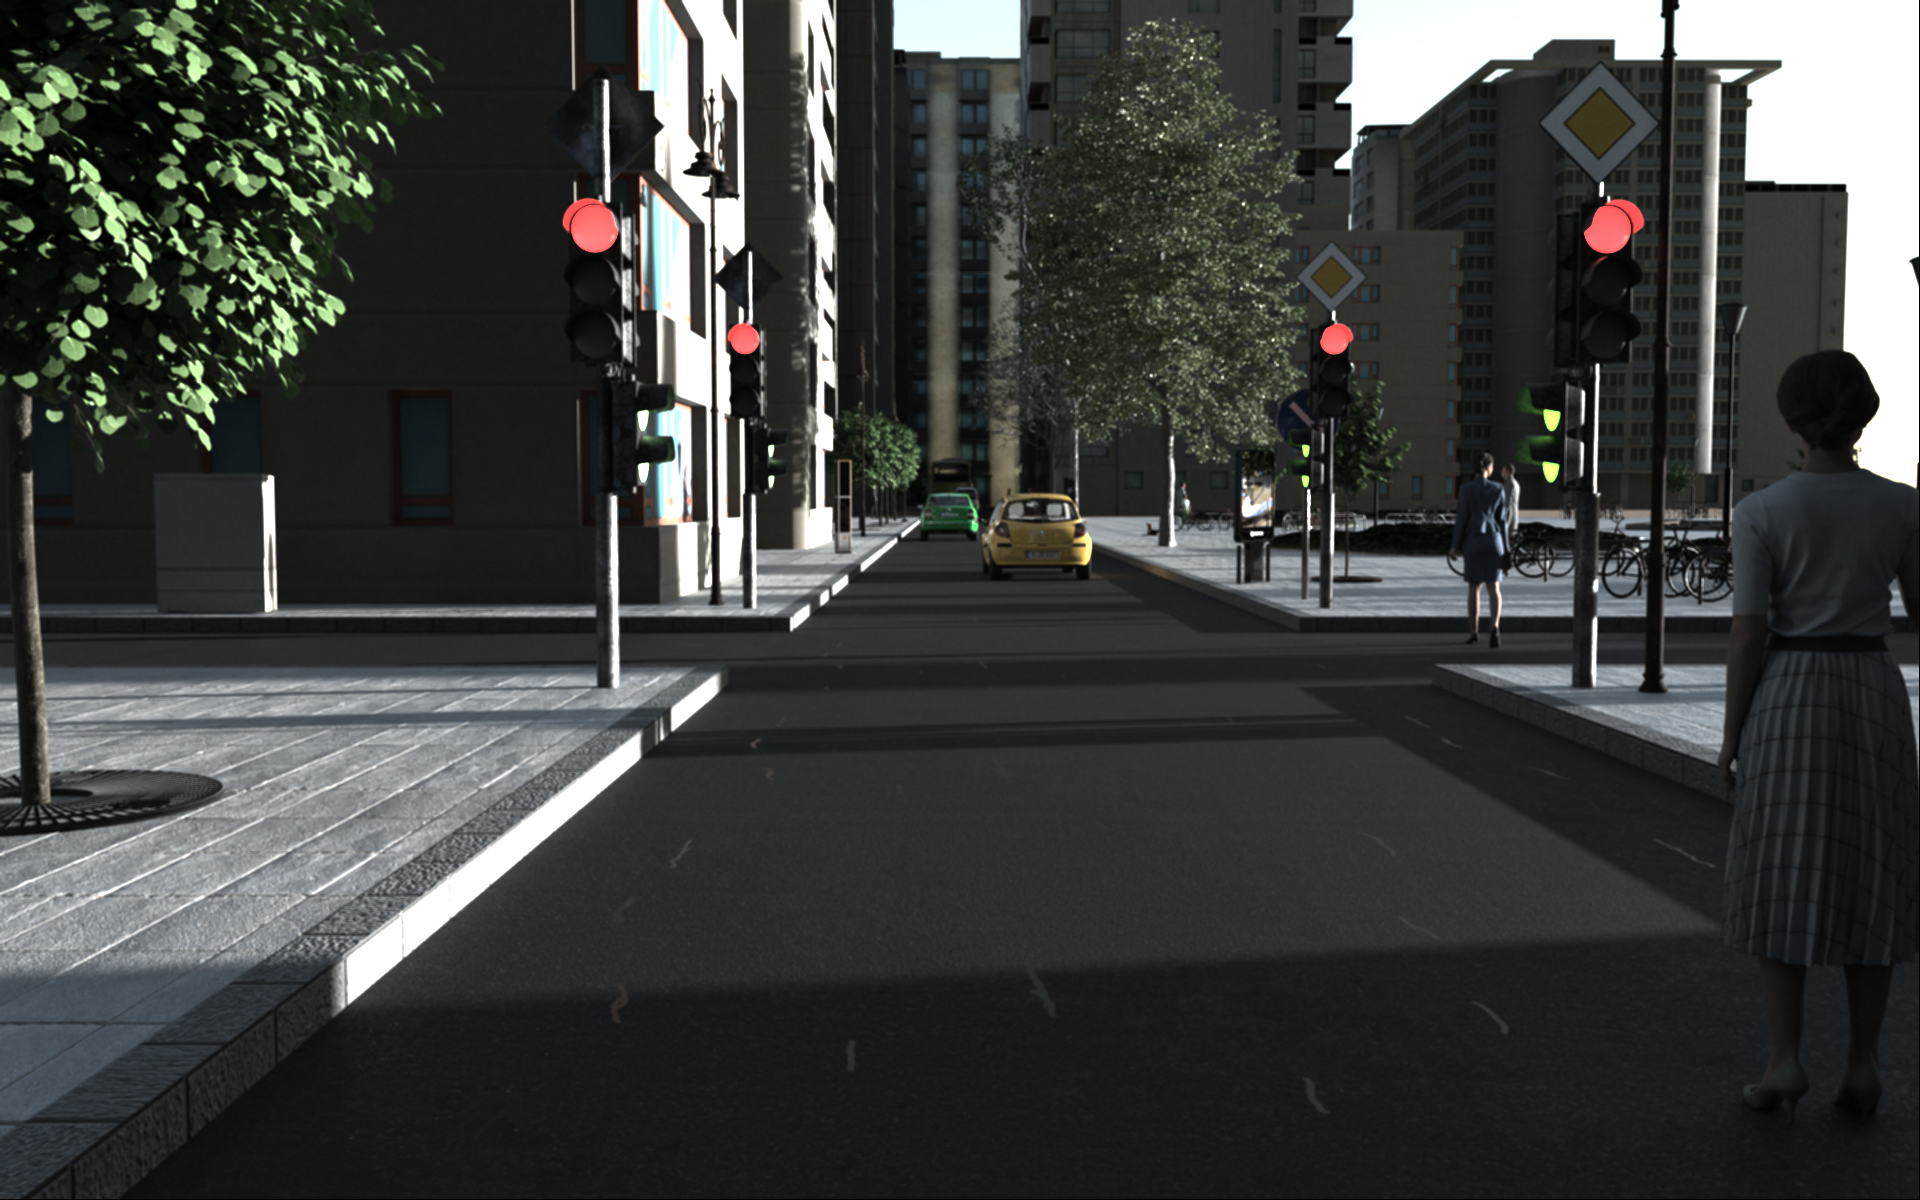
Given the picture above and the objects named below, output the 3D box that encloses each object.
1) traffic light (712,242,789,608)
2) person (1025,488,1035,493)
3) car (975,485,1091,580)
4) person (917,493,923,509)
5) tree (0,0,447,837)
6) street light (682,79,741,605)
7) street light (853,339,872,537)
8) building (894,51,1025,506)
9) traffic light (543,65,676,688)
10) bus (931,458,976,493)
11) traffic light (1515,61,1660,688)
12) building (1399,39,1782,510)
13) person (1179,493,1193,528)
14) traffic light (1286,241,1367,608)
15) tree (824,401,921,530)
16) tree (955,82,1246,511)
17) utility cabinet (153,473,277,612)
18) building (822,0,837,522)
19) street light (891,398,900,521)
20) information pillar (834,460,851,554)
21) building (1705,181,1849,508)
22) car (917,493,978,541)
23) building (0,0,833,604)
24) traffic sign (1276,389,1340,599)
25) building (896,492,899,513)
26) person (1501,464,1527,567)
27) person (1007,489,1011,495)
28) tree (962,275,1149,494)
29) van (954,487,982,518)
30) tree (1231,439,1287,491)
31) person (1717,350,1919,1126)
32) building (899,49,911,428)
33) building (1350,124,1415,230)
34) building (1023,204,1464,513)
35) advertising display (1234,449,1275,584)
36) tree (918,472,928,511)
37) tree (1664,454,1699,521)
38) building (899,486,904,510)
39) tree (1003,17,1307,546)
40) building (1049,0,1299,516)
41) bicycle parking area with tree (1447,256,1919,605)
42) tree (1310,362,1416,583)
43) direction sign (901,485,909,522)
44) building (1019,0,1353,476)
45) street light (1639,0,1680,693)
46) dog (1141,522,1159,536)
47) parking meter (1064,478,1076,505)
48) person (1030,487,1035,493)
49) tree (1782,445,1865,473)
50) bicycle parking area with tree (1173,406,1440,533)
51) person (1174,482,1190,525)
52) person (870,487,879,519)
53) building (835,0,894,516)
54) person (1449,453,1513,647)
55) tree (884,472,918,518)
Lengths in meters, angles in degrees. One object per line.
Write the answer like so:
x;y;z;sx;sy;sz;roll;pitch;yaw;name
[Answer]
-2.349;-1.863;19.381;0.839;4.253;0.868;0;4;0;traffic light
4.042;-5.680;100.388;0.593;1.643;0.415;0;4;-8;person
1.285;-1.232;30.364;2.015;1.641;3.980;0;4;-2;car
-3.516;-9.001;153.737;0.721;1.766;1.217;-1;4;-22;person
-3.764;-1.429;7.081;4.285;4.588;4.351;0;3;0;tree
-2.823;-2.880;19.881;0.468;5.910;1.993;0;4;0;street light
-2.916;-4.842;51.954;0.468;5.910;1.993;0;4;0;street light
-5.063;-34.910;190.386;30.456;49.044;23.786;0;4;0;building
-2.321;-1.375;11.396;0.839;4.253;0.868;0;4;0;traffic light
-0.433;-7.688;117.239;2.896;3.916;12.252;0;4;1;bus
4.140;-1.377;11.435;0.839;4.253;0.868;0;4;0;traffic light
53.517;-28.262;153.964;23.993;40.220;32.217;0;4;0;building
8.519;-3.358;65.198;0.590;1.304;0.306;3;5;40;person
4.112;-1.865;19.420;0.839;4.253;0.868;0;4;0;traffic light
-3.502;-4.759;61.519;4.285;4.588;4.351;0;3;0;tree
6.506;-13.665;79.313;12.611;20.169;13.585;0;3;0;tree
-8.029;-0.613;18.696;1.173;1.500;0.318;0;4;1;utility cabinet
-16.198;-27.115;67.040;21.300;48.544;21.600;0;4;0;building
-3.143;-6.780;83.640;0.468;5.910;1.993;0;4;0;street light
-2.530;-2.014;37.413;0.304;2.012;0.304;-1;4;-19;information pillar
73.094;-23.960;163.442;14.107;30.474;14.160;0;4;0;building
-0.373;-2.787;54.360;1.959;1.807;4.718;0;4;-2;car
-17.375;-11.552;33.920;27.650;21.520;28.899;0;4;0;building
4.213;-1.282;21.074;0.768;2.556;0.104;0;4;1;traffic sign
-14.583;-41.544;117.497;20.563;71.187;20.611;0;4;0;building
9.647;-1.496;30.600;0.767;1.812;0.694;2;4;27;person
3.993;-8.412;144.404;0.721;1.723;1.217;0;4;7;person
5.071;-11.171;93.009;12.009;13.543;11.850;0;3;0;tree
0.344;-5.985;104.863;2.013;2.044;4.112;0;3;0;van
8.993;-3.481;51.510;1.663;3.219;1.824;0;3;0;tree
2.006;0.308;4.039;0.480;1.755;0.524;0;4;8;person
-11.557;-29.273;162.210;14.086;41.232;14.154;0;4;0;building
50.165;-30.711;185.725;14.086;41.232;14.154;0;4;0;building
19.084;-17.312;128.083;27.650;21.520;28.899;0;4;0;building
4.251;-1.211;25.018;0.123;1.923;0.974;3;4;39;advertising display
-3.385;-8.522;133.931;1.663;3.219;1.824;0;3;0;tree
34.371;-5.428;83.346;1.663;3.219;1.824;0;3;0;tree
-20.807;-27.470;141.013;32.217;40.220;23.993;0;4;0;building
4.676;-7.596;42.315;7.486;12.596;7.792;0;3;0;tree
12.442;-25.826;105.849;14.154;41.232;14.086;0;4;0;building
11.456;-2.235;23.538;9.016;4.147;8.231;1;4;13;bicycle parking area with tree
5.834;-1.886;25.442;1.663;3.219;1.824;0;3;0;tree
-2.571;-5.401;80.306;0.379;3.537;0.876;0;4;-3;direction sign
19.231;-34.620;155.274;28.713;52.752;27.495;0;4;0;building
4.505;-2.342;11.072;0.468;5.910;1.993;0;4;0;street light
5.982;-2.178;53.353;0.550;0.427;0.748;-2;4;-32;dog
3.938;-3.454;62.190;0.399;1.863;0.255;-1;4;-9;parking meter
4.623;-6.404;111.409;0.621;1.740;0.551;1;4;15;person
19.476;-2.724;39.142;1.663;3.219;1.824;0;3;0;tree
12.218;-4.403;58.998;9.016;4.147;8.231;-1;4;-16;bicycle parking area with tree
9.251;-4.048;72.496;0.850;1.792;0.678;-2;4;-25;person
-4.423;-5.186;90.198;0.474;1.900;0.648;-1;4;-22;person
-11.076;-25.536;101.108;14.154;41.232;14.086;0;4;0;building
4.905;-0.475;16.291;0.581;1.822;0.654;1;4;11;person
-3.594;-5.947;91.827;1.663;3.219;1.824;0;3;0;tree
